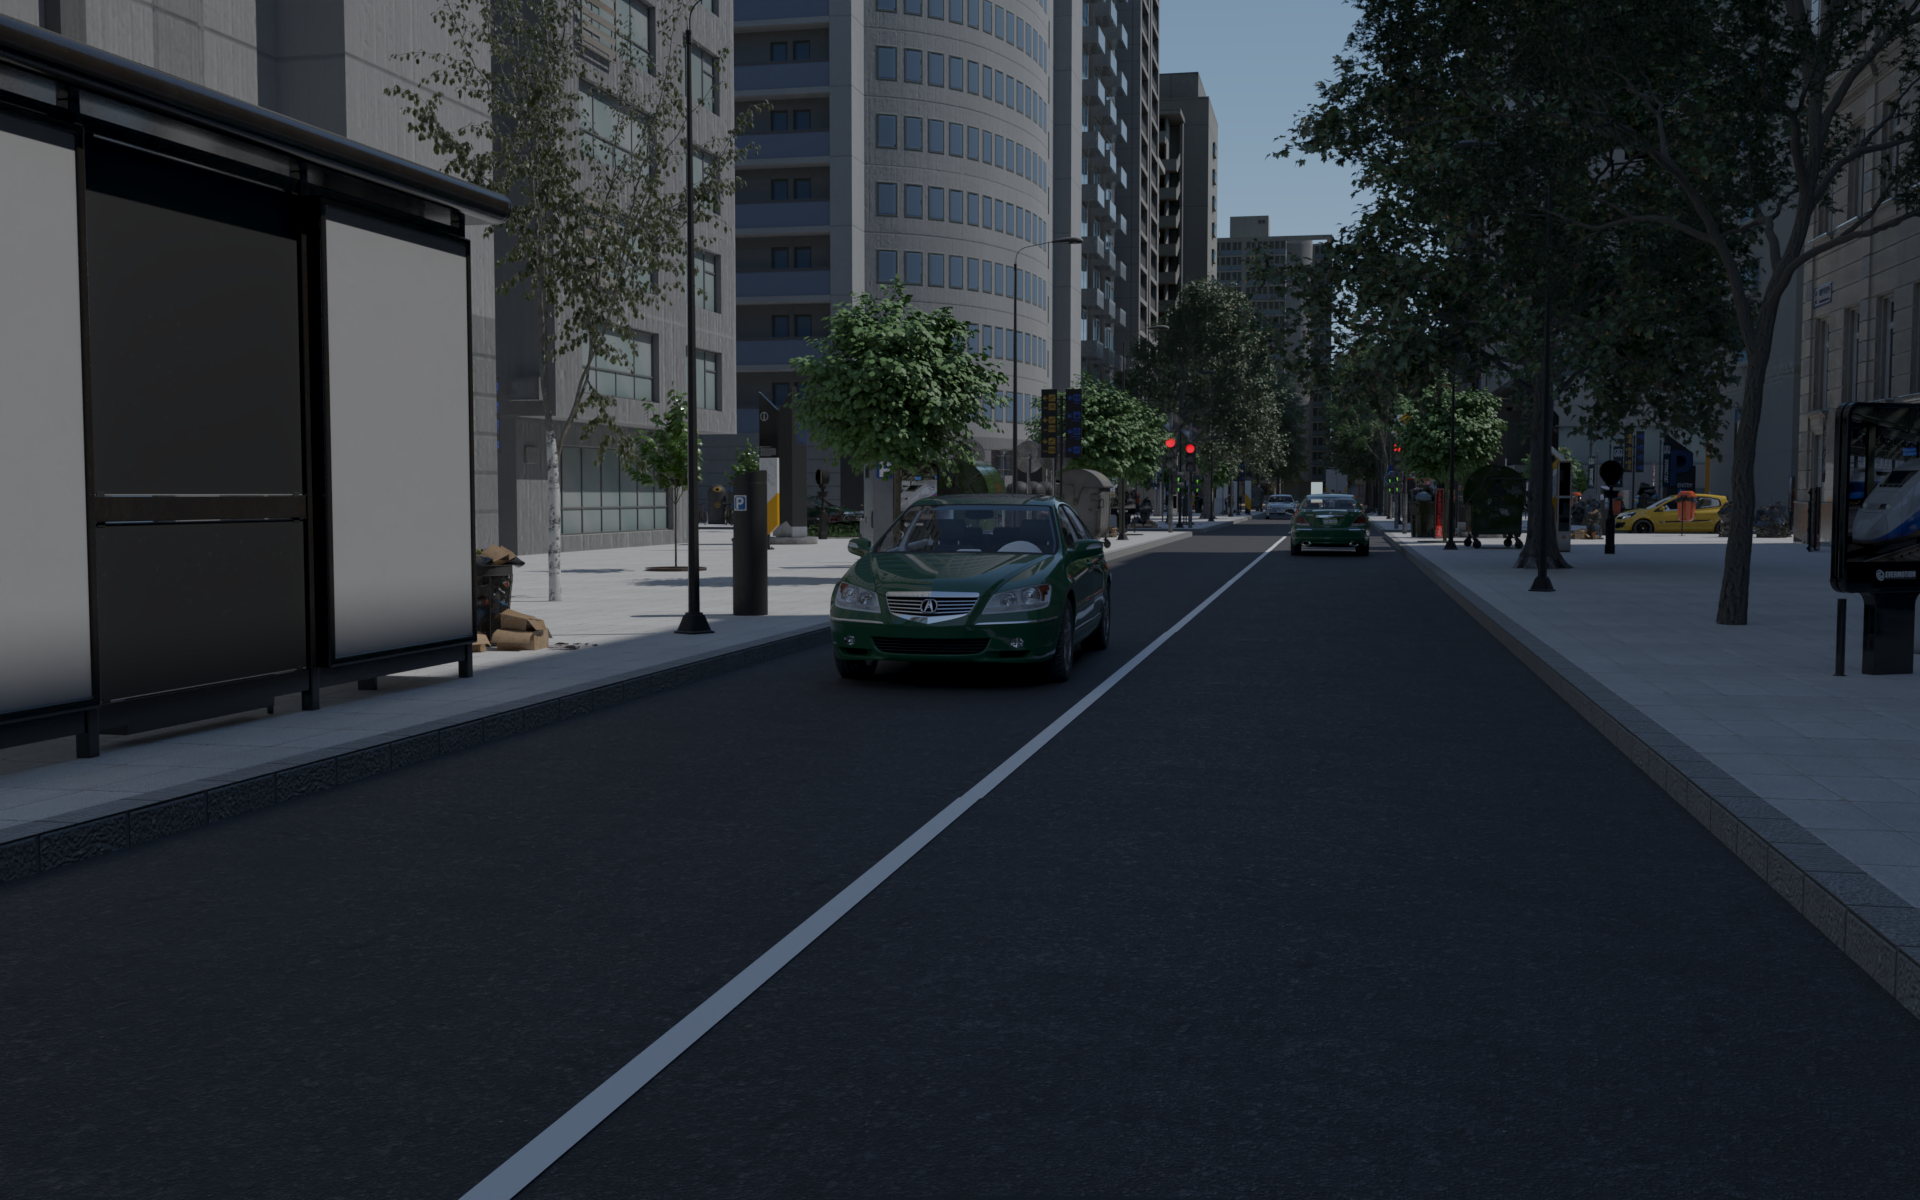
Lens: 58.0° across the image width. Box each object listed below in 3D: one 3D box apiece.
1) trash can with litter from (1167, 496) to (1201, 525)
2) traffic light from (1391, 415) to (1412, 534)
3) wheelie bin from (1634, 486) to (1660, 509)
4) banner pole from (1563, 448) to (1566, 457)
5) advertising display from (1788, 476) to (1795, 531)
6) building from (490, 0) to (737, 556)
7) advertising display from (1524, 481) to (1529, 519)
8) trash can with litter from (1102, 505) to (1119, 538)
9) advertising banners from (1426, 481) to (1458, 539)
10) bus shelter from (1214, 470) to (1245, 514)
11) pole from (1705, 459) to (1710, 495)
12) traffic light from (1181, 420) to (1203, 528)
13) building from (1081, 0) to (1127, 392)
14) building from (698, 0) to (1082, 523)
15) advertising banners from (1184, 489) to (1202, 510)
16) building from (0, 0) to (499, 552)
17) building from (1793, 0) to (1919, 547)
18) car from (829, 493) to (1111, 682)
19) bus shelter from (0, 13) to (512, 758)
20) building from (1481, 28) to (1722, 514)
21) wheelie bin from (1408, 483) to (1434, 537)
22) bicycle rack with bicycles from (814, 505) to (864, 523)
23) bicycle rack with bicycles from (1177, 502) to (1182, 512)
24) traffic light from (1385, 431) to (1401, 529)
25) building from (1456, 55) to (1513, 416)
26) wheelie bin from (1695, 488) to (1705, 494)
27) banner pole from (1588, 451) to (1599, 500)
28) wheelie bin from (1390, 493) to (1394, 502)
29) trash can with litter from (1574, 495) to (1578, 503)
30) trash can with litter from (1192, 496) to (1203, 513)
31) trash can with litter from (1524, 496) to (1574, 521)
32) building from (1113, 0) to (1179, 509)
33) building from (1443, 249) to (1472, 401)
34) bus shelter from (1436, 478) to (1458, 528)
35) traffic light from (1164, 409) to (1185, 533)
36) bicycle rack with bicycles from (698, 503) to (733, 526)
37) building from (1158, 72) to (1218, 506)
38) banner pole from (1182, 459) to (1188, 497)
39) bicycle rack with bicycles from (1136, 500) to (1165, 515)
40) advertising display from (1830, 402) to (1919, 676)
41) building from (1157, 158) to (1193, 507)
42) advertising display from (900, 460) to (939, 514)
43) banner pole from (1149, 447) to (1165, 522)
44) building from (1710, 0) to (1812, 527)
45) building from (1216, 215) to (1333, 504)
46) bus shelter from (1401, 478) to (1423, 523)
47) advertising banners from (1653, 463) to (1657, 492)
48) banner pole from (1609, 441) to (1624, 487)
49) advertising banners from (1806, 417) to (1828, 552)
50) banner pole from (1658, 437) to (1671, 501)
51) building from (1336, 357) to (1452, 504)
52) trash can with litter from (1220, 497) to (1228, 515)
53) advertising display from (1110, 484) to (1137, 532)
[{"bbox_3d":[9.185,-3.730,72.046,1.678,1.210,2.233,1,4,18],"label":"trash can with litter"},{"bbox_3d":[14.360,-4.096,55.895,0.839,4.253,0.868,1,4,12],"label":"traffic light"},{"bbox_3d":[27.540,-3.757,69.342,0.980,1.594,0.693,0,4,-7],"label":"wheelie bin"},{"bbox_3d":[32.538,-6.325,93.438,0.401,3.779,0.863,2,4,26],"label":"banner pole"},{"bbox_3d":[29.341,-3.419,61.115,0.123,1.923,0.974,1,4,21],"label":"advertising display"},{"bbox_3d":[-13.566,-21.955,42.567,14.086,41.232,14.154,1,4,12],"label":"building"},{"bbox_3d":[28.971,-5.032,87.489,0.974,1.923,0.123,-1,4,-13],"label":"advertising display"},{"bbox_3d":[4.227,-2.427,51.068,0.624,1.170,1.055,2,4,32],"label":"trash can with litter"},{"bbox_3d":[13.778,-3.276,49.746,0.090,3.025,2.074,3,5,44],"label":"advertising banners"},{"bbox_3d":[17.642,-7.338,113.899,2.014,3.302,5.546,1,4,12],"label":"bus shelter"},{"bbox_3d":[29.273,-4.526,67.849,0.158,3.312,0.155,0,3,0],"label":"pole"},{"bbox_3d":[8.712,-4.670,65.272,0.839,4.253,0.868,1,4,12],"label":"traffic light"},{"bbox_3d":[0.092,-30.983,126.174,23.786,49.044,30.456,1,4,12],"label":"building"},{"bbox_3d":[-6.123,-33.462,89.099,21.231,58.520,28.212,1,4,12],"label":"building"},{"bbox_3d":[18.806,-8.708,138.557,2.074,3.025,0.090,-1,4,-21],"label":"advertising banners"},{"bbox_3d":[-20.349,-28.842,13.574,21.231,58.520,28.212,1,4,12],"label":"building"},{"bbox_3d":[24.800,-14.332,31.599,12.463,27.353,25.104,1,4,12],"label":"building"},{"bbox_3d":[0.226,-0.187,14.853,2.131,1.459,4.920,1,4,11],"label":"car"},{"bbox_3d":[-5.088,-1.857,7.989,2.179,5.291,8.768,1,4,12],"label":"bus shelter"},{"bbox_3d":[50.883,-32.355,118.241,28.713,52.752,27.495,1,4,12],"label":"building"},{"bbox_3d":[13.729,-2.659,51.389,0.693,1.594,0.980,-1,4,-13],"label":"wheelie bin"},{"bbox_3d":[-3.170,-2.789,58.982,2.925,0.926,2.852,3,5,43],"label":"bicycle rack with bicycles"},{"bbox_3d":[15.765,-6.961,127.191,2.925,0.926,2.852,-2,4,-25],"label":"bicycle rack with bicycles"},{"bbox_3d":[16.056,-4.574,63.698,0.839,4.253,0.868,1,4,12],"label":"traffic light"},{"bbox_3d":[56.234,-30.549,154.102,22.147,44.769,28.867,1,4,12],"label":"building"},{"bbox_3d":[38.187,-5.000,89.651,0.980,1.594,0.693,3,4,36],"label":"wheelie bin"},{"bbox_3d":[36.924,-6.785,100.951,0.401,3.779,0.863,-2,4,-33],"label":"banner pole"},{"bbox_3d":[27.688,-6.258,110.219,0.980,1.594,0.693,-3,5,-42],"label":"wheelie bin"},{"bbox_3d":[32.420,-4.931,91.682,1.678,1.210,2.233,1,4,22],"label":"trash can with litter"},{"bbox_3d":[16.098,-6.396,115.961,1.055,1.170,0.624,-3,4,-38],"label":"trash can with litter"},{"bbox_3d":[27.393,-4.303,81.408,1.678,1.210,2.233,-1,4,-8],"label":"trash can with litter"},{"bbox_3d":[8.922,-43.613,151.331,20.563,71.187,20.611,1,4,12],"label":"building"},{"bbox_3d":[63.081,-34.445,182.784,23.786,49.044,30.456,1,4,12],"label":"building"},{"bbox_3d":[18.824,-4.564,65.905,1.731,3.624,6.357,1,4,12],"label":"bus shelter"},{"bbox_3d":[7.016,-4.193,57.469,0.839,4.253,0.868,1,4,12],"label":"traffic light"},{"bbox_3d":[-9.926,-3.521,70.947,2.852,0.926,2.925,0,4,2],"label":"bicycle rack with bicycles"},{"bbox_3d":[18.063,-35.147,198.348,21.600,48.544,21.300,1,4,12],"label":"building"},{"bbox_3d":[14.265,-7.304,109.438,0.863,3.779,0.401,-1,4,-22],"label":"banner pole"},{"bbox_3d":[10.431,-5.648,105.721,2.852,0.926,2.925,-1,4,-23],"label":"bicycle rack with bicycles"},{"bbox_3d":[6.617,-0.433,12.299,0.974,1.923,0.123,-1,4,-18],"label":"advertising display"},{"bbox_3d":[7.170,-29.575,175.434,32.217,40.220,23.993,1,4,12],"label":"building"},{"bbox_3d":[-0.882,-1.675,32.600,0.974,1.923,0.123,-1,4,-12],"label":"advertising display"},{"bbox_3d":[9.208,-5.533,80.483,0.863,3.779,0.401,2,4,26],"label":"banner pole"},{"bbox_3d":[44.982,-27.570,74.466,21.600,48.544,21.300,1,4,12],"label":"building"},{"bbox_3d":[40.661,-33.816,244.767,23.993,40.220,32.217,1,4,12],"label":"building"},{"bbox_3d":[21.344,-6.263,80.031,2.179,5.291,8.768,1,4,12],"label":"bus shelter"},{"bbox_3d":[38.918,-6.156,96.832,0.090,3.025,2.074,2,4,32],"label":"advertising banners"},{"bbox_3d":[30.132,-5.488,79.750,0.863,3.779,0.401,3,5,43],"label":"banner pole"},{"bbox_3d":[19.377,-2.625,39.109,0.090,3.025,2.074,2,4,35],"label":"advertising banners"},{"bbox_3d":[29.984,-5.125,73.808,0.863,3.779,0.401,-2,4,-26],"label":"banner pole"},{"bbox_3d":[66.060,-24.016,237.694,28.899,21.520,27.650,1,4,12],"label":"building"},{"bbox_3d":[16.586,-5.897,107.806,0.624,1.170,1.055,-2,4,-26],"label":"trash can with litter"},{"bbox_3d":[5.410,-3.220,57.859,0.974,1.923,0.123,0,4,-1],"label":"advertising display"}]
